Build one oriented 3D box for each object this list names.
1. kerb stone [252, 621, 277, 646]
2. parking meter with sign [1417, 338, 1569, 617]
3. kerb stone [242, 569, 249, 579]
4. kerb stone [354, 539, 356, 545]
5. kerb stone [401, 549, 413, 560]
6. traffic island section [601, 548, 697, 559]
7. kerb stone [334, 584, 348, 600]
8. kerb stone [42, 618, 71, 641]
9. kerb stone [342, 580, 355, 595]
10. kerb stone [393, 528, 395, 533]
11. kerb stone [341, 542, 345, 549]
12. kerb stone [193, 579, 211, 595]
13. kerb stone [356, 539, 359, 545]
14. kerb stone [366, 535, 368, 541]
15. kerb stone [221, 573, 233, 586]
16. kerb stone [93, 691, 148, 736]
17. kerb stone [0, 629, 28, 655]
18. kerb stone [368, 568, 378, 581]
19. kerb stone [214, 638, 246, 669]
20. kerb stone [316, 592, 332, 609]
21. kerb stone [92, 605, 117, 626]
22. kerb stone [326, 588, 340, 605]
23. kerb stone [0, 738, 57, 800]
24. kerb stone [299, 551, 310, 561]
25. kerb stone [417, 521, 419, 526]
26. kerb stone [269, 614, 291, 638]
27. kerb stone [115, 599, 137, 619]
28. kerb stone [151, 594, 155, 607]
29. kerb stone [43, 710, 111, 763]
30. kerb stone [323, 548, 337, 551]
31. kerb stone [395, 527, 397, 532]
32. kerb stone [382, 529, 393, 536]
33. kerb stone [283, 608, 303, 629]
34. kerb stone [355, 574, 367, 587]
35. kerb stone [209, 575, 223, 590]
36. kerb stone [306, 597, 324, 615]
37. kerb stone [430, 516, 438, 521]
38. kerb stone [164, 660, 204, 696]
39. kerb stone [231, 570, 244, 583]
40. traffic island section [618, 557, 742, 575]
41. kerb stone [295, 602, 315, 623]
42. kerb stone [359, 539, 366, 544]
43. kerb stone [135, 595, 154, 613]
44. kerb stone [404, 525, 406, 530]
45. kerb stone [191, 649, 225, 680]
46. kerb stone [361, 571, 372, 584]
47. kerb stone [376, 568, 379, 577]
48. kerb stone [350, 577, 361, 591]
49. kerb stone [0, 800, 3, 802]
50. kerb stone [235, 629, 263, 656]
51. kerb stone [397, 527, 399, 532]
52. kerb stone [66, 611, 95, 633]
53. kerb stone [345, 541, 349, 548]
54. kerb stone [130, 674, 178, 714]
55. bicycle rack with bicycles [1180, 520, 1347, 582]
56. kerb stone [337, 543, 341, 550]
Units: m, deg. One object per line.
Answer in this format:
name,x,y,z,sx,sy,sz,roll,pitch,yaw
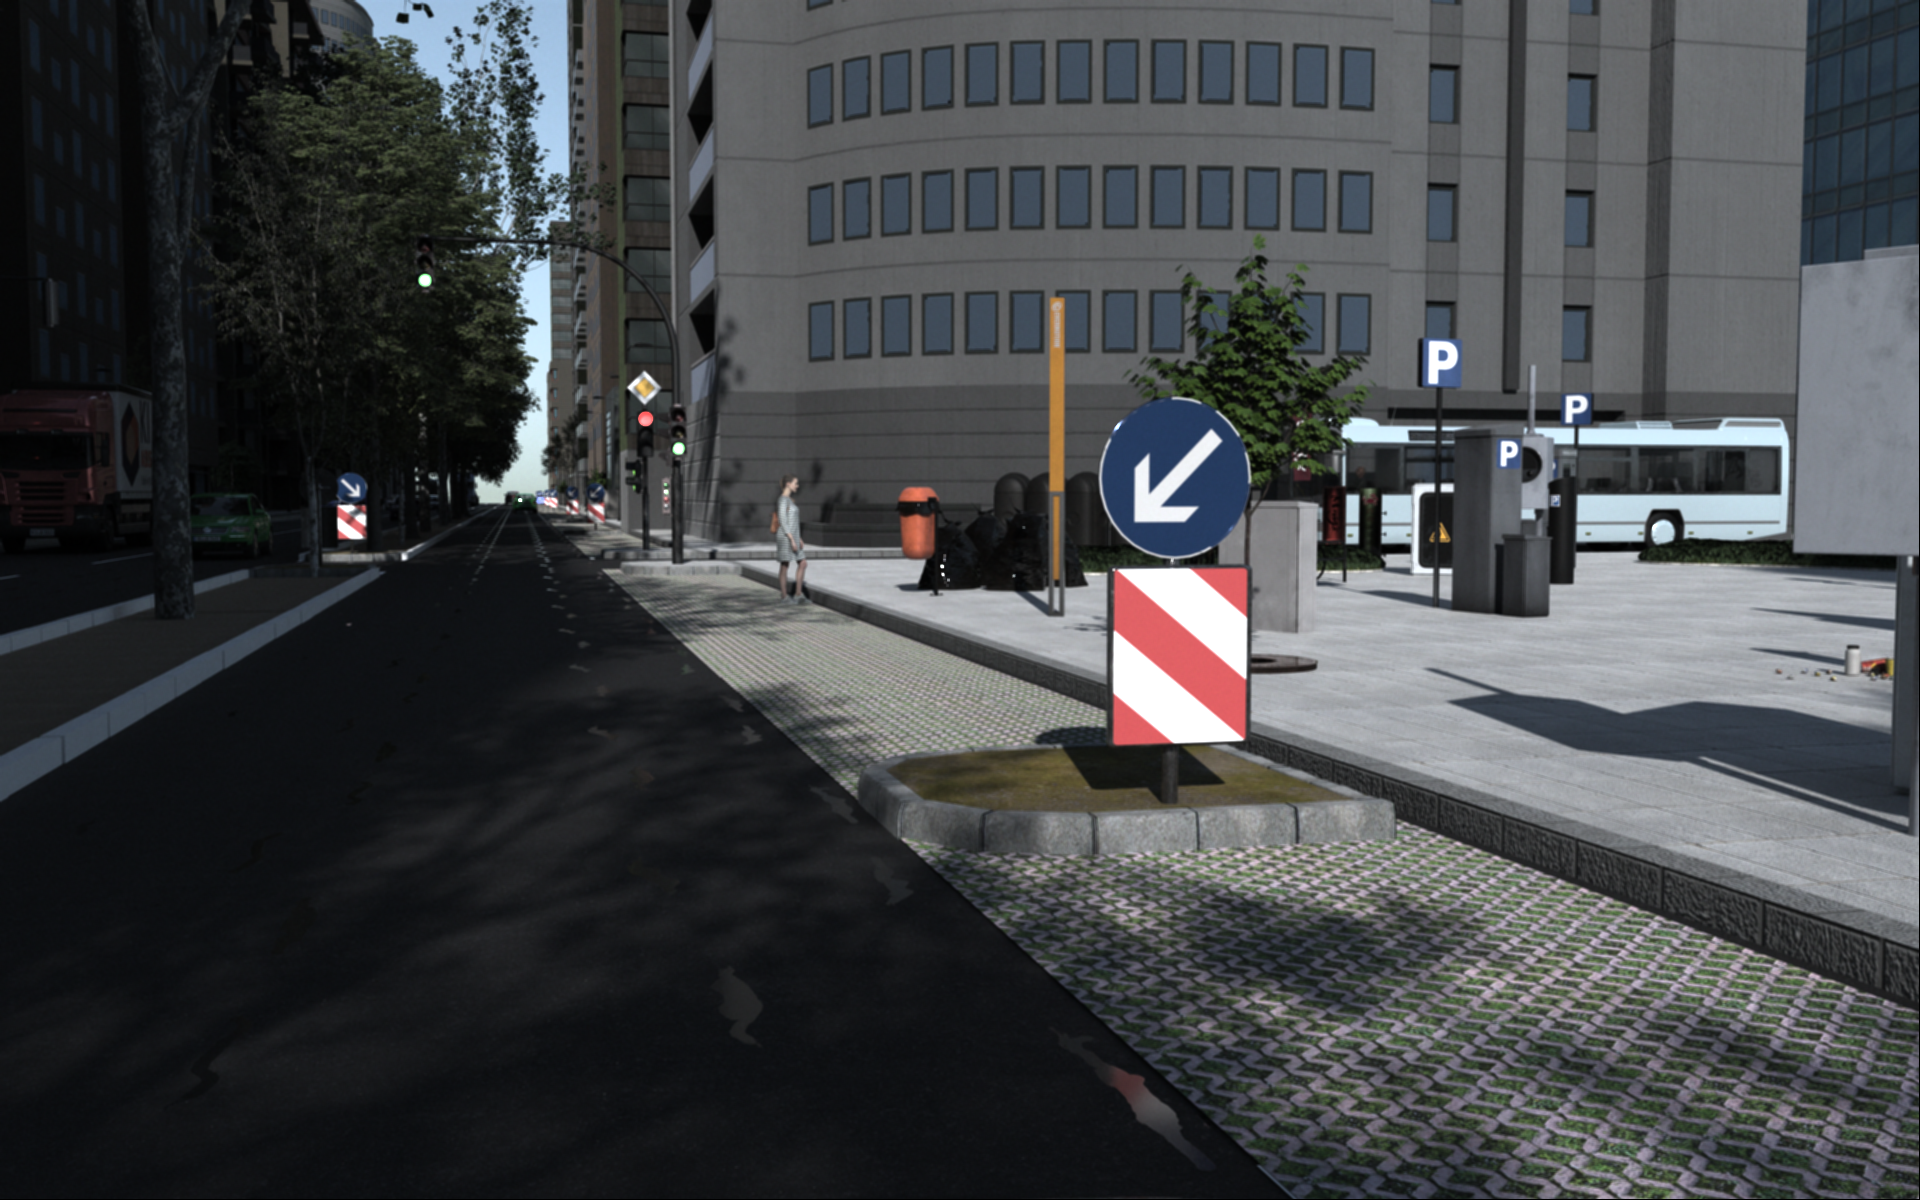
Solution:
kerb stone,-6.715,0.340,16.632,0.120,0.150,1.000,-1,4,-14
parking meter with sign,5.698,-1.375,18.738,0.543,3.016,1.738,-1,4,-22
kerb stone,-12.037,-0.416,29.031,0.120,0.150,1.000,-1,4,-14
kerb stone,-16.725,-1.544,47.436,0.120,0.150,1.000,-1,4,-14
kerb stone,-12.160,-0.964,38.008,0.120,0.150,1.000,-1,4,-14
traffic island section,-7.147,-1.058,39.585,2.009,0.180,2.903,-1,4,-14
kerb stone,-8.481,-0.085,23.586,0.120,0.150,1.000,-1,4,-14
kerb stone,-9.003,0.315,17.108,0.120,0.150,1.000,-1,4,-14
kerb stone,-8.736,-0.146,24.584,0.120,0.150,1.000,-1,4,-14
kerb stone,-20.519,-2.455,62.344,0.120,0.150,1.000,-1,4,-14
kerb stone,-15.964,-1.358,44.463,0.120,0.150,1.000,-1,4,-14
kerb stone,-11.025,-0.174,25.064,0.120,0.150,1.000,-1,4,-14
kerb stone,-16.976,-1.603,48.427,0.120,0.150,1.000,-1,4,-14
kerb stone,-17.737,-1.781,51.413,0.120,0.150,1.000,-1,4,-14
kerb stone,-11.537,-0.297,27.044,0.120,0.150,1.000,-1,4,-14
kerb stone,-5.190,0.705,10.668,0.120,0.150,1.000,-1,4,-14
kerb stone,-8.744,0.372,16.106,0.120,0.150,1.000,-1,4,-14
kerb stone,-9.748,-0.389,28.558,0.120,0.150,1.000,-1,4,-14
kerb stone,-6.200,0.462,14.639,0.120,0.150,1.000,-1,4,-14
kerb stone,-7.978,0.037,21.594,0.120,0.150,1.000,-1,4,-14
kerb stone,-9.501,0.189,19.098,0.120,0.150,1.000,-1,4,-14
kerb stone,-8.232,-0.023,22.594,0.120,0.150,1.000,-1,4,-14
kerb stone,-4.694,0.832,8.678,0.120,0.150,1.000,-1,4,-14
kerb stone,-14.197,-0.935,37.516,0.120,0.150,1.000,-1,4,-14
kerb stone,-25.585,-3.670,82.226,0.120,0.150,1.000,-1,4,-14
kerb stone,-6.963,0.280,17.633,0.120,0.150,1.000,-1,4,-14
kerb stone,-9.748,0.129,20.090,0.120,0.150,1.000,-1,4,-14
kerb stone,-10.265,0.008,22.083,0.120,0.150,1.000,-1,4,-14
kerb stone,-4.940,0.766,9.676,0.120,0.150,1.000,-1,4,-14
kerb stone,-15.462,-1.237,42.481,0.120,0.150,1.000,-1,4,-14
kerb stone,-20.772,-2.506,63.341,0.120,0.150,1.000,-1,4,-14
kerb stone,-20.268,-2.393,61.352,0.120,0.150,1.000,-1,4,-14
kerb stone,-7.215,0.218,18.623,0.120,0.150,1.000,-1,4,-14
kerb stone,-9.250,-0.268,26.573,0.120,0.150,1.000,-1,4,-14
kerb stone,-11.276,-0.236,26.055,0.120,0.150,1.000,-1,4,-14
kerb stone,-7.722,0.097,20.604,0.120,0.150,1.000,-1,4,-14
kerb stone,-28.875,-4.458,95.130,0.120,0.150,1.000,-1,4,-14
kerb stone,-5.699,0.583,12.656,0.120,0.150,1.000,-1,4,-14
kerb stone,-11.782,-0.357,28.040,0.120,0.150,1.000,-1,4,-14
traffic island section,-5.176,-0.585,31.846,2.009,0.180,2.903,-1,4,-14
kerb stone,-7.459,0.158,19.616,0.120,0.150,1.000,-1,4,-14
kerb stone,-17.481,-1.723,50.417,0.120,0.150,1.000,-1,4,-14
kerb stone,-10.015,0.073,21.085,0.120,0.150,1.000,-1,4,-14
kerb stone,-22.039,-2.821,68.321,0.120,0.150,1.000,-1,4,-14
kerb stone,-5.957,0.523,13.646,0.120,0.150,1.000,-1,4,-14
kerb stone,-9.503,-0.327,27.565,0.120,0.150,1.000,-1,4,-14
kerb stone,-10.007,-0.446,29.547,0.120,0.150,1.000,-1,4,-14
kerb stone,-8.990,-0.207,25.574,0.120,0.150,1.000,-1,4,-14
kerb stone,-4.435,0.887,7.687,0.120,0.150,1.000,-1,4,-14
kerb stone,-6.458,0.401,15.638,0.120,0.150,1.000,-1,4,-14
kerb stone,-21.025,-2.576,64.334,0.120,0.150,1.000,-1,4,-14
kerb stone,-9.251,0.251,18.099,0.120,0.150,1.000,-1,4,-14
kerb stone,-16.217,-1.422,45.456,0.120,0.150,1.000,-1,4,-14
kerb stone,-5.446,0.644,11.663,0.120,0.150,1.000,-1,4,-14
bicycle rack with bicycles,4.156,-0.724,25.224,2.925,0.926,2.852,-3,5,-43
kerb stone,-15.711,-1.301,43.473,0.120,0.150,1.000,-1,4,-14
